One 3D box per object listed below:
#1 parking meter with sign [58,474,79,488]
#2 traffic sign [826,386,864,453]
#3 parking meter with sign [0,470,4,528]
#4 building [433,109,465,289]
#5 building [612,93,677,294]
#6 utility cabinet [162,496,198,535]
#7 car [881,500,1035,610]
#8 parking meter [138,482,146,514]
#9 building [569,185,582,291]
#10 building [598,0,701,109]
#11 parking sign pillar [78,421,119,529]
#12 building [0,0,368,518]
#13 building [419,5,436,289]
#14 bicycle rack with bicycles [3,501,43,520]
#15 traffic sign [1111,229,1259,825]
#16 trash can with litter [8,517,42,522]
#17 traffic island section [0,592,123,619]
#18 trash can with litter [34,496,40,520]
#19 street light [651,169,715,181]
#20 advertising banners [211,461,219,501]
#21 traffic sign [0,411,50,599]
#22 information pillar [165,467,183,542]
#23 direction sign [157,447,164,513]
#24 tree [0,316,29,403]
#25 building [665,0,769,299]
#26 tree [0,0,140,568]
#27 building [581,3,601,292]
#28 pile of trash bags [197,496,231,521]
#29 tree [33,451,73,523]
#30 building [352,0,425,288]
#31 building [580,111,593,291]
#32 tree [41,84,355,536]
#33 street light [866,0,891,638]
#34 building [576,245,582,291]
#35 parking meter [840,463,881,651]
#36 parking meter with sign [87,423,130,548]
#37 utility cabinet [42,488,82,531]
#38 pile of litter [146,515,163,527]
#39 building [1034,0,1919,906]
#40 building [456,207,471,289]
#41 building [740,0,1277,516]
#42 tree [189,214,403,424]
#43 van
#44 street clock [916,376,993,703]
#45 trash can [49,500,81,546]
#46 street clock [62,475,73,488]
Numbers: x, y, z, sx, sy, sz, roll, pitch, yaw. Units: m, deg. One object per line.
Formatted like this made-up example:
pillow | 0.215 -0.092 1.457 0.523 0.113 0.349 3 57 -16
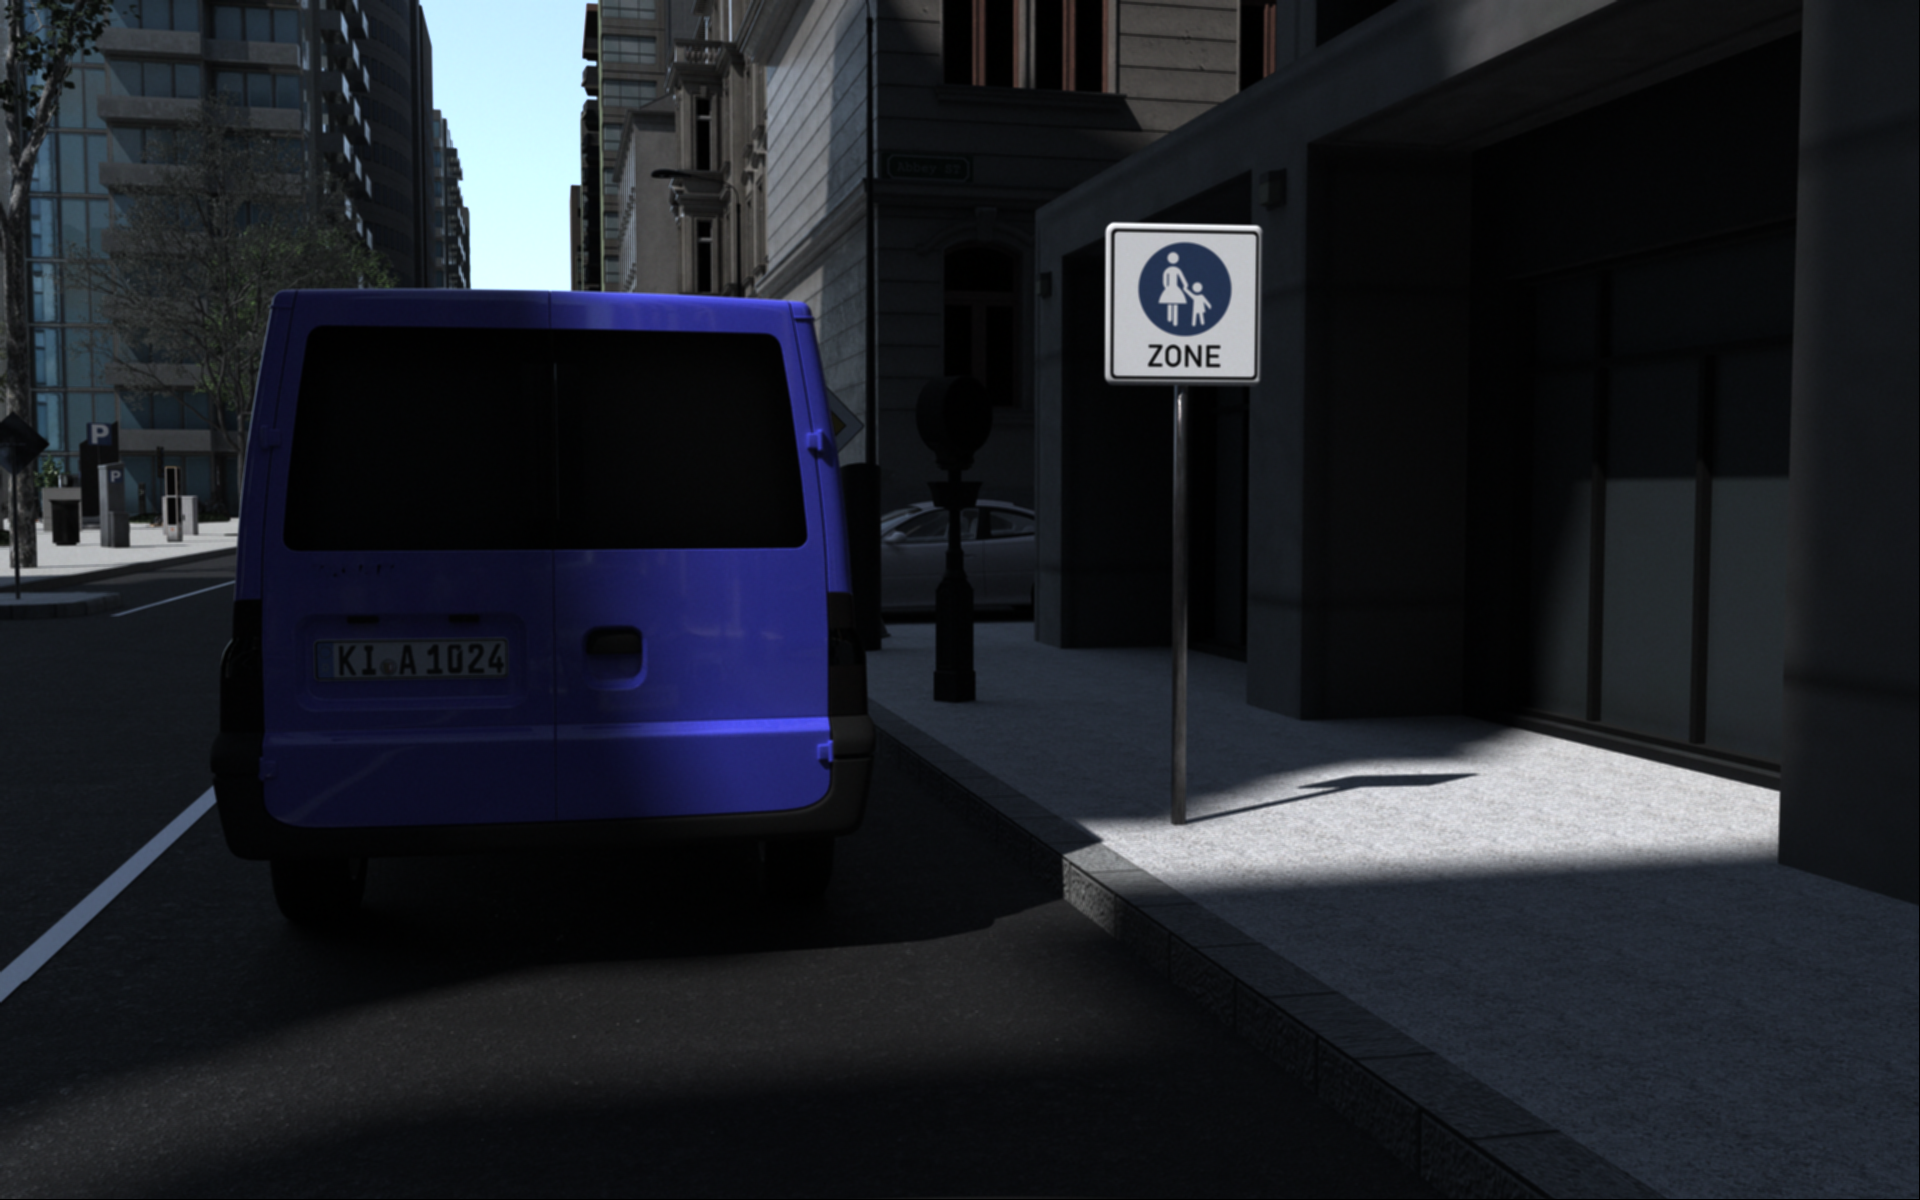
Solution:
parking meter with sign | -34.371 -4.315 66.808 1.738 3.016 0.543 -3 4 -36
traffic sign | -1.241 -0.715 15.339 0.795 2.450 0.064 -1 4 -13
parking meter with sign | -31.108 -3.631 55.623 0.543 3.016 1.738 -1 4 -13
building | -73.280 -36.424 215.137 23.786 49.044 30.456 -1 4 -13
building | -12.296 -14.617 88.134 9.793 20.994 18.267 -1 4 -13
utility cabinet | -24.376 -2.628 54.133 1.020 1.237 0.306 0 4 6
car | -0.316 -0.491 20.393 4.827 1.381 2.083 -1 4 -13
parking meter | -40.620 -4.912 86.014 0.255 1.863 0.399 -1 4 -12
building | -47.925 -36.414 245.486 14.600 45.320 14.200 -1 4 -13
building | -15.375 -25.969 108.183 14.154 41.232 14.086 -1 4 -13
parking sign pillar | -31.494 -4.580 63.347 1.447 3.967 1.447 -3 4 -38
building | -48.218 -29.685 104.955 23.786 49.044 30.456 -1 4 -13
building | -54.723 -30.922 155.680 14.600 45.320 14.200 -1 4 -13
bicycle rack with bicycles | -46.915 -4.486 86.731 2.852 0.926 2.925 1 4 10
traffic sign | 0.848 -0.277 6.664 0.606 2.300 0.079 0 4 -7
trash can with litter | -43.190 -4.205 79.801 2.233 1.210 1.678 1 4 14
traffic island section | -11.536 0.068 21.172 2.009 0.180 2.903 -1 4 -13
trash can with litter | -45.158 -4.437 83.933 1.055 1.170 0.624 1 4 20
street light | -3.727 -3.211 25.039 1.470 5.913 1.316 -1 4 -13
advertising banners | -38.726 -5.744 90.104 0.090 3.025 2.074 -1 4 -13
traffic sign | -11.515 -1.069 21.116 0.795 2.450 0.064 -1 4 -13
information pillar | -21.108 -2.570 46.505 0.304 2.012 0.304 0 4 -2
direction sign | -38.267 -5.563 82.953 0.379 3.537 0.876 0 4 -7
tree | -34.808 -6.723 60.285 4.737 8.622 4.395 0 3 0
building | -3.211 -14.900 62.706 14.460 24.649 34.723 -1 4 -13
tree | -17.800 -10.620 29.520 12.611 20.169 13.585 0 3 0
building | -22.820 -30.761 157.574 22.147 44.769 28.867 -1 4 -13
pile of trash bags | -35.615 -4.495 83.250 3.447 1.369 1.912 -2 4 -32
tree | -40.712 -5.063 77.378 1.663 3.219 1.824 0 3 0
building | -53.364 -36.180 133.543 21.231 58.520 28.212 -1 4 -13
building | -34.205 -30.957 189.742 14.154 41.232 14.086 -1 4 -13
tree | -22.205 -8.725 53.019 12.009 13.543 11.850 0 3 0
street light | -1.323 -2.613 15.271 1.470 5.913 1.316 -1 4 -13
building | -37.811 -26.421 203.677 14.160 30.474 14.107 -1 4 -13
parking meter | -0.836 -0.358 14.268 0.372 1.533 0.369 0 3 0
parking meter with sign | -20.548 -2.792 41.908 0.543 3.016 1.738 -3 5 -41
utility cabinet | -30.579 -3.077 58.996 1.173 1.500 0.318 -2 4 -30
pile of litter | -31.124 -3.323 68.289 1.719 0.858 1.176 -1 4 -14
building | 12.969 -34.684 5.342 20.563 71.187 20.611 -1 4 -13
building | -74.670 -33.923 238.239 14.154 41.232 14.086 -1 4 -13
building | 8.103 -15.018 32.938 23.554 28.519 14.401 -1 4 -13
tree | -24.180 -8.424 63.483 9.928 11.665 9.643 0 3 0
van | -1.728 -0.197 7.606 2.240 2.365 5.245 -1 4 -12
street clock | -0.033 -0.375 10.700 0.358 2.002 0.471 3 5 41
trash can | -22.378 -1.938 43.337 0.748 1.137 0.748 0 3 0
street clock | -33.882 -3.746 65.815 0.471 2.002 0.358 3 5 41
